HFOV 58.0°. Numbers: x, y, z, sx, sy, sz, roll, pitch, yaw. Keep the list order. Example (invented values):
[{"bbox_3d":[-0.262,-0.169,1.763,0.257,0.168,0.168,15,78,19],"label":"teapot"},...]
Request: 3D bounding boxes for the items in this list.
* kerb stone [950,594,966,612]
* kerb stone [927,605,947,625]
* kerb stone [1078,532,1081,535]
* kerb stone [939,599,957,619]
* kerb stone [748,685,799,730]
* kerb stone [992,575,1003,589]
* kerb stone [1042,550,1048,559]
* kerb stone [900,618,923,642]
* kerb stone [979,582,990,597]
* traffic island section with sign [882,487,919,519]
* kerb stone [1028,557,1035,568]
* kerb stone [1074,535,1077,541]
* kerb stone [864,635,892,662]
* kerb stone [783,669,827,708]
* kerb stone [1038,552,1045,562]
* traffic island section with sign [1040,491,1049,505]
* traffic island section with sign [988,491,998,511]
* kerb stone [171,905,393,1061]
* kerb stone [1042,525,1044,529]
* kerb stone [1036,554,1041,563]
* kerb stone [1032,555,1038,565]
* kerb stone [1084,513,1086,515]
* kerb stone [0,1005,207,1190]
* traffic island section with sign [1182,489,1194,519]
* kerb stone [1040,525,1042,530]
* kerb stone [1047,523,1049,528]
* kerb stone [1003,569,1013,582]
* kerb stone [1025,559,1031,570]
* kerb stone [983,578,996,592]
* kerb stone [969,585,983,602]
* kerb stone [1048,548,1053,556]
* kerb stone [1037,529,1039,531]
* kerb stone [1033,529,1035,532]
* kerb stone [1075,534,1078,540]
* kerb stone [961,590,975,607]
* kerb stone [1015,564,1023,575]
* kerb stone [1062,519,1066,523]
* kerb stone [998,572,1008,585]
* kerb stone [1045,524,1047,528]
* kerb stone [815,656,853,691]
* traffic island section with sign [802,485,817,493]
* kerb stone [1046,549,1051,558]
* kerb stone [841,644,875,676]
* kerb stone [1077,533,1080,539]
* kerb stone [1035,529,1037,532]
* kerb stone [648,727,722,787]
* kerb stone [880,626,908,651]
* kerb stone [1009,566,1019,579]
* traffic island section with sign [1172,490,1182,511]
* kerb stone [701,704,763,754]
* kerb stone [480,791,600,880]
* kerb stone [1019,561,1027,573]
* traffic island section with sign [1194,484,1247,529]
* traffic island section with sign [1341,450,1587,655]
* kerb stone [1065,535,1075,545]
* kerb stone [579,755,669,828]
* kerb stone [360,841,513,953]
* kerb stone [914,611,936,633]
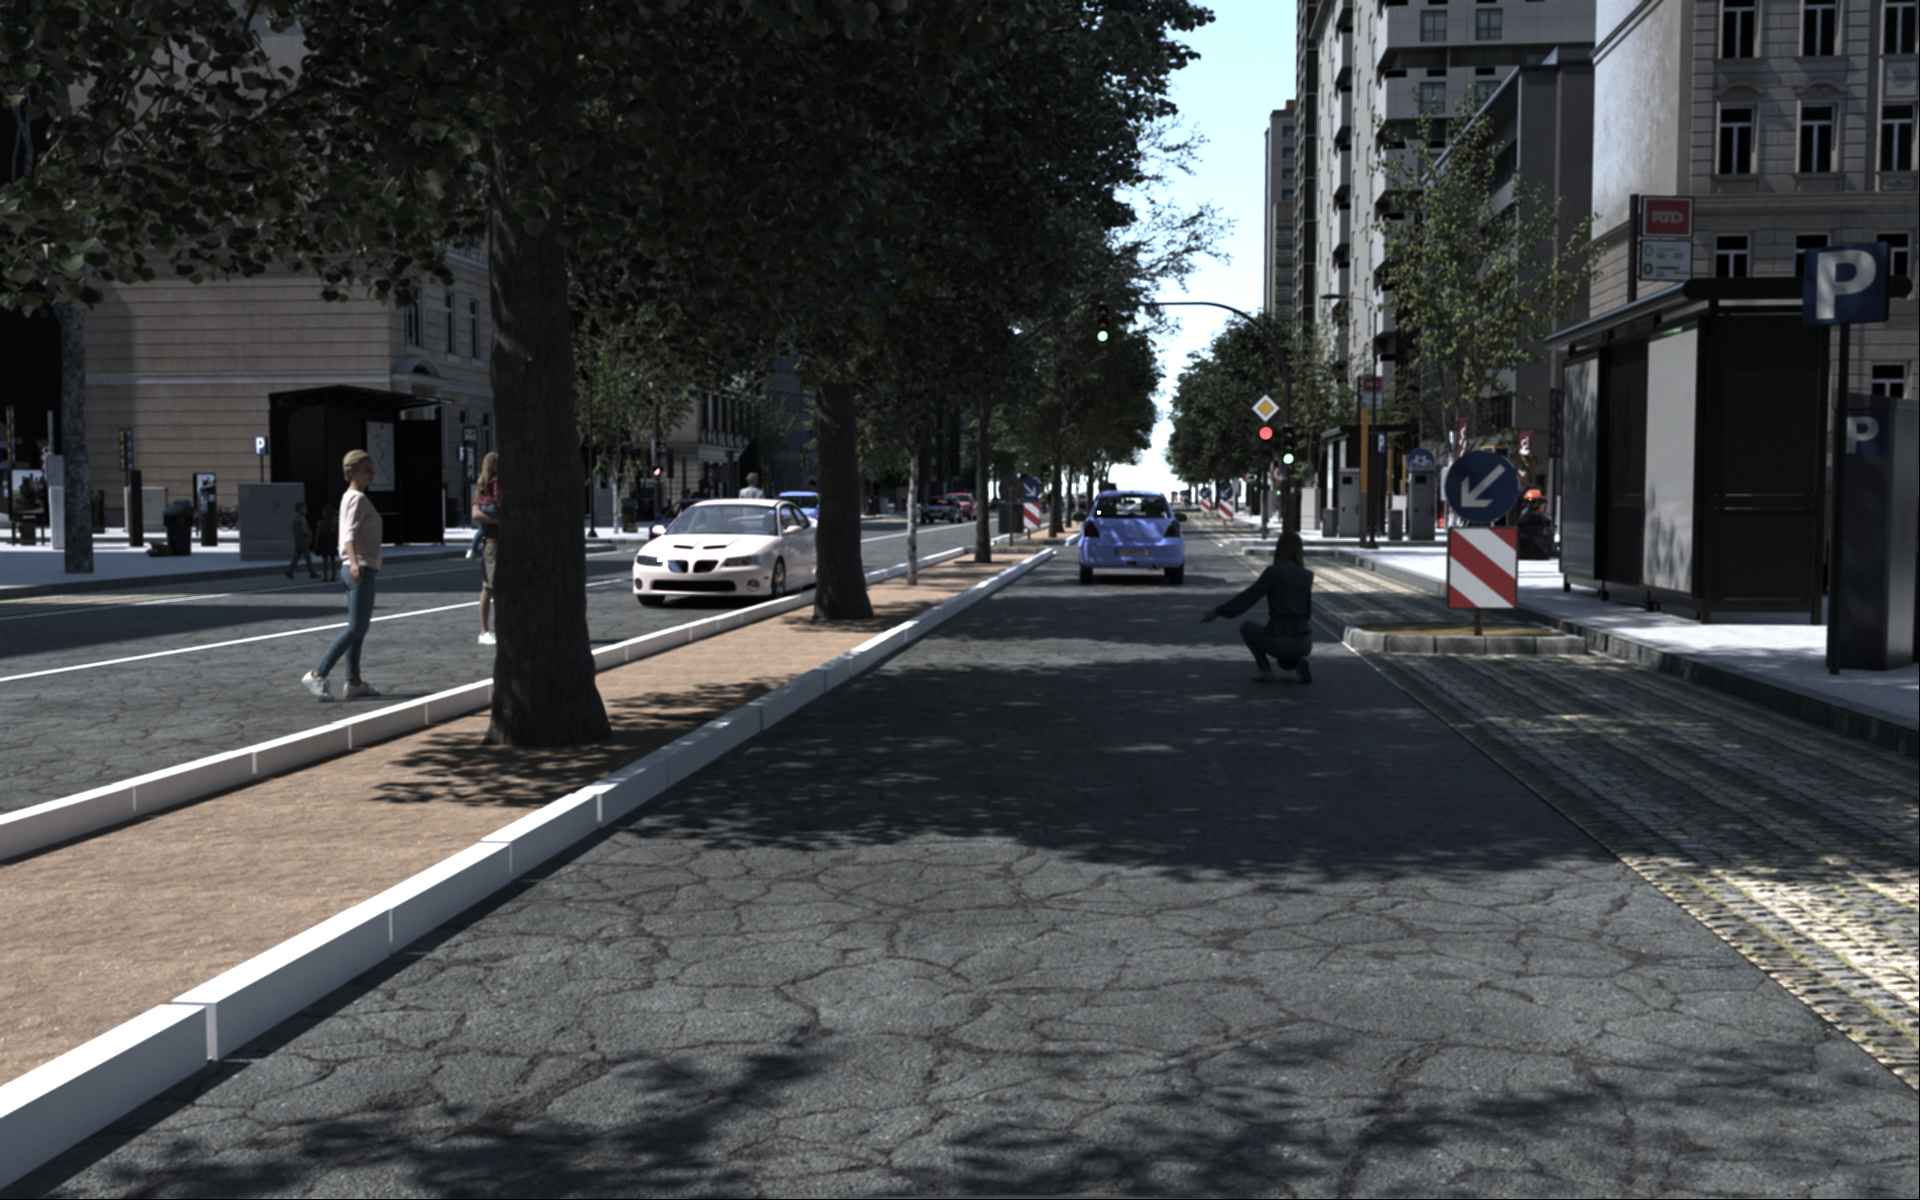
[{"bbox_3d":[-0.069,0.063,21.172,0.120,0.150,1.000,0,4,6],"label":"kerb stone"},{"bbox_3d":[-0.295,0.187,19.140,0.120,0.150,1.000,0,4,6],"label":"kerb stone"},{"bbox_3d":[3.644,-1.961,54.370,0.120,0.150,1.000,0,4,6],"label":"kerb stone"},{"bbox_3d":[-0.178,0.125,20.155,0.120,0.150,1.000,0,4,6],"label":"kerb stone"},{"bbox_3d":[-1.198,0.686,10.986,0.120,0.150,1.000,0,4,6],"label":"kerb stone"},{"bbox_3d":[0.508,-0.249,26.268,0.120,0.150,1.000,0,4,6],"label":"kerb stone"},{"bbox_3d":[1.755,-0.934,37.468,0.120,0.150,1.000,0,4,6],"label":"kerb stone"},{"bbox_3d":[-0.519,0.318,17.108,0.120,0.150,1.000,0,4,6],"label":"kerb stone"},{"bbox_3d":[0.277,-0.118,24.228,0.120,0.150,1.000,0,4,6],"label":"kerb stone"},{"bbox_3d":[-3.408,-5.582,99.897,1.989,1.847,2.006,0,4,6],"label":"traffic island section with sign"},{"bbox_3d":[1.298,-0.682,33.384,0.120,0.150,1.000,0,4,6],"label":"kerb stone"},{"bbox_3d":[3.300,-1.781,51.317,0.120,0.150,1.000,0,4,6],"label":"kerb stone"},{"bbox_3d":[-0.750,0.440,15.071,0.120,0.150,1.000,0,4,6],"label":"kerb stone"},{"bbox_3d":[-1.092,0.623,12.008,0.120,0.150,1.000,0,4,6],"label":"kerb stone"},{"bbox_3d":[1.642,-0.872,36.450,0.120,0.150,1.000,0,4,6],"label":"kerb stone"},{"bbox_3d":[11.336,-13.647,231.750,1.989,1.847,2.006,0,4,6],"label":"traffic island section with sign"},{"bbox_3d":[2.230,-8.664,150.289,1.989,1.847,2.006,0,4,6],"label":"traffic island section with sign"},{"bbox_3d":[-1.882,1.059,4.877,0.120,0.150,1.000,0,4,6],"label":"kerb stone"},{"bbox_3d":[3.147,-2.853,68.838,0.120,0.150,1.000,0,4,6],"label":"kerb stone"},{"bbox_3d":[1.522,-0.805,35.427,0.120,0.150,1.000,0,4,6],"label":"kerb stone"},{"bbox_3d":[1.406,-0.747,34.404,0.120,0.150,1.000,0,4,6],"label":"kerb stone"},{"bbox_3d":[8.837,-5.960,119.759,0.120,0.150,1.000,0,4,6],"label":"kerb stone"},{"bbox_3d":[-2.004,1.123,3.853,0.120,0.150,1.000,0,4,6],"label":"kerb stone"},{"bbox_3d":[13.816,-5.495,98.479,1.989,1.847,2.006,0,4,6],"label":"traffic island section with sign"},{"bbox_3d":[3.033,-2.788,67.814,0.120,0.150,1.000,0,4,6],"label":"kerb stone"},{"bbox_3d":[3.485,-3.040,71.894,0.120,0.150,1.000,0,4,6],"label":"kerb stone"},{"bbox_3d":[0.731,-0.373,28.301,0.120,0.150,1.000,0,4,6],"label":"kerb stone"},{"bbox_3d":[1.183,-0.621,32.368,0.120,0.150,1.000,0,4,6],"label":"kerb stone"},{"bbox_3d":[0.383,-0.186,25.244,0.120,0.150,1.000,0,4,6],"label":"kerb stone"},{"bbox_3d":[0.168,-0.062,23.211,0.120,0.150,1.000,0,4,6],"label":"kerb stone"},{"bbox_3d":[1.984,-1.058,39.502,0.120,0.150,1.000,0,4,6],"label":"kerb stone"},{"bbox_3d":[2.805,-2.666,65.777,0.120,0.150,1.000,0,4,6],"label":"kerb stone"},{"bbox_3d":[2.574,-2.540,63.742,0.120,0.150,1.000,0,4,6],"label":"kerb stone"},{"bbox_3d":[3.414,-1.844,52.337,0.120,0.150,1.000,0,4,6],"label":"kerb stone"},{"bbox_3d":[0.049,0.004,22.189,0.120,0.150,1.000,0,4,6],"label":"kerb stone"},{"bbox_3d":[0.954,-0.498,30.336,0.120,0.150,1.000,0,4,6],"label":"kerb stone"},{"bbox_3d":[5.529,-4.157,90.215,0.120,0.150,1.000,0,4,6],"label":"kerb stone"},{"bbox_3d":[0.617,-0.305,27.285,0.120,0.150,1.000,0,4,6],"label":"kerb stone"},{"bbox_3d":[3.373,-2.974,70.878,0.120,0.150,1.000,0,4,6],"label":"kerb stone"},{"bbox_3d":[-0.972,0.560,13.033,0.120,0.150,1.000,0,4,6],"label":"kerb stone"},{"bbox_3d":[-6.398,-3.944,73.107,1.989,1.847,2.006,0,4,6],"label":"traffic island section with sign"},{"bbox_3d":[1.870,-0.991,38.486,0.120,0.150,1.000,0,4,6],"label":"kerb stone"},{"bbox_3d":[-0.853,0.498,14.048,0.120,0.150,1.000,0,4,6],"label":"kerb stone"},{"bbox_3d":[3.525,-1.899,53.353,0.120,0.150,1.000,0,4,6],"label":"kerb stone"},{"bbox_3d":[2.685,-2.603,64.762,0.120,0.150,1.000,0,4,6],"label":"kerb stone"},{"bbox_3d":[-1.428,0.810,8.947,0.120,0.150,1.000,0,4,6],"label":"kerb stone"},{"bbox_3d":[-0.639,0.374,16.088,0.120,0.150,1.000,0,4,6],"label":"kerb stone"},{"bbox_3d":[0.852,-0.436,29.316,0.120,0.150,1.000,0,4,6],"label":"kerb stone"},{"bbox_3d":[19.332,-8.513,147.809,1.989,1.847,2.006,0,4,6],"label":"traffic island section with sign"},{"bbox_3d":[-1.322,0.748,9.963,0.120,0.150,1.000,0,4,6],"label":"kerb stone"},{"bbox_3d":[-1.664,0.935,6.910,0.120,0.150,1.000,0,4,6],"label":"kerb stone"},{"bbox_3d":[1.076,-0.560,31.351,0.120,0.150,1.000,0,4,6],"label":"kerb stone"},{"bbox_3d":[10.807,-3.844,71.482,1.989,1.847,2.006,0,4,6],"label":"traffic island section with sign"},{"bbox_3d":[4.663,-0.471,16.335,1.989,1.847,2.006,0,4,6],"label":"traffic island section with sign"},{"bbox_3d":[3.185,-1.715,50.301,0.120,0.150,1.000,0,4,6],"label":"kerb stone"},{"bbox_3d":[-1.540,0.873,7.926,0.120,0.150,1.000,0,4,6],"label":"kerb stone"},{"bbox_3d":[-1.772,1.003,5.894,0.120,0.150,1.000,0,4,6],"label":"kerb stone"},{"bbox_3d":[-0.404,0.249,18.123,0.120,0.150,1.000,0,4,6],"label":"kerb stone"}]
